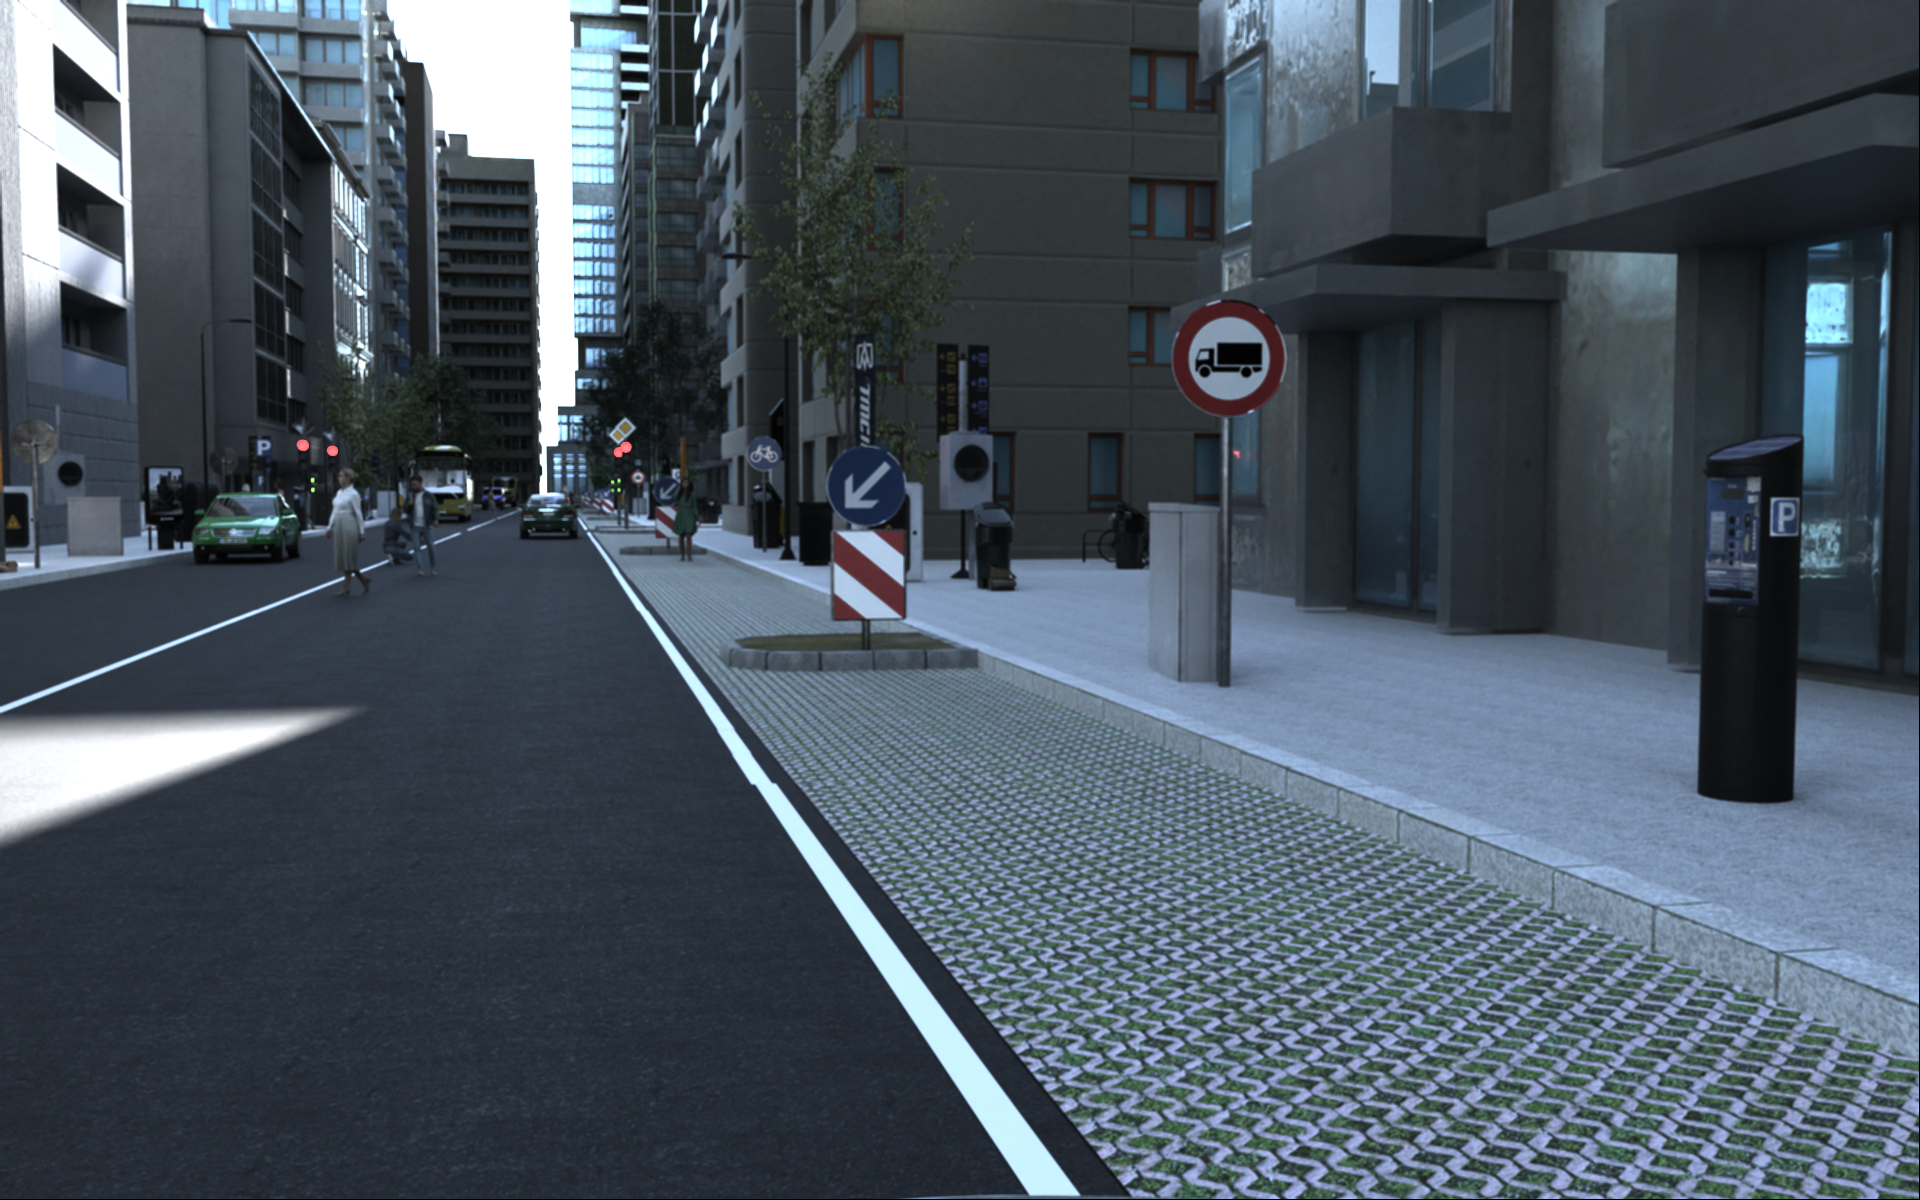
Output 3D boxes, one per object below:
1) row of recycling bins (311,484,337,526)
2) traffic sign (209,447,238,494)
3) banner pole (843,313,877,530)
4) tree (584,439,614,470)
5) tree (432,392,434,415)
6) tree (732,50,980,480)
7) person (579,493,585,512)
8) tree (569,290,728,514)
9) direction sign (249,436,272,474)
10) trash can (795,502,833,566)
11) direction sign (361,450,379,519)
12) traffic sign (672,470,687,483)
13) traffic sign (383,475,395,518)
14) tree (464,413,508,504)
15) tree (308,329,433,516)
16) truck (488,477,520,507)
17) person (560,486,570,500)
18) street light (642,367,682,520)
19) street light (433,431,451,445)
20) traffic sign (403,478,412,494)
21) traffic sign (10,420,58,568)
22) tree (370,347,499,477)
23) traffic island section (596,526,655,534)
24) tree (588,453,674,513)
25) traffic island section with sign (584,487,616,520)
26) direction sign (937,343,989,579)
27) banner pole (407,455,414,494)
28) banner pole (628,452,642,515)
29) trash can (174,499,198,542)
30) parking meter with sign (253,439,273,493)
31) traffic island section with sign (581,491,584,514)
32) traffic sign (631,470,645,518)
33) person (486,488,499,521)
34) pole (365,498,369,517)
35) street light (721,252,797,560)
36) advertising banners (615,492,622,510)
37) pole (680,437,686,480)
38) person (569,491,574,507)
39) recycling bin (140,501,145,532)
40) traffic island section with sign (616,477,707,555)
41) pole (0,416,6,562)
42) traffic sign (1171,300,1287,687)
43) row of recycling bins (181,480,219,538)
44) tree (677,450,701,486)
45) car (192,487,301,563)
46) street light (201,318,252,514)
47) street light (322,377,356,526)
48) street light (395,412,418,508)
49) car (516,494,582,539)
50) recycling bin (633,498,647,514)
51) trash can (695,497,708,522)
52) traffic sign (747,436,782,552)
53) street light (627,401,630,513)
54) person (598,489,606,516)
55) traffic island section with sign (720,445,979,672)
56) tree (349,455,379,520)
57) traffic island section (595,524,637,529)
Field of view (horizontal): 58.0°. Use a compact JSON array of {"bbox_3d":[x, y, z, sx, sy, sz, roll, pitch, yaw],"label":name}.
[{"bbox_3d":[-25.995,-3.926,71.302,1.069,1.692,3.534,-1,4,-12],"label":"row of recycling bins"},{"bbox_3d":[-20.131,-2.890,47.362,0.768,2.556,0.104,0,4,-4],"label":"traffic sign"},{"bbox_3d":[-1.404,-2.074,23.923,0.401,3.779,0.863,-3,5,-40],"label":"banner pole"},{"bbox_3d":[-43.634,-15.916,210.596,4.360,8.622,3.978,0,3,0],"label":"tree"},{"bbox_3d":[-33.483,-9.366,103.491,4.737,8.622,4.395,0,3,0],"label":"tree"},{"bbox_3d":[-1.838,-4.821,29.194,4.737,8.622,4.395,0,3,0],"label":"tree"},{"bbox_3d":[-29.875,-7.713,137.202,0.503,1.515,0.523,2,4,32],"label":"person"},{"bbox_3d":[-13.269,-8.891,79.775,7.601,10.594,8.767,0,4,1],"label":"tree"},{"bbox_3d":[-27.343,-4.632,67.726,0.876,3.537,0.379,0,4,2],"label":"direction sign"},{"bbox_3d":[-2.590,-1.192,31.149,0.748,1.137,0.748,0,3,0],"label":"trash can"},{"bbox_3d":[-30.214,-5.920,88.789,0.876,3.537,0.379,0,3,0],"label":"direction sign"},{"bbox_3d":[-11.438,-4.192,70.674,0.606,2.300,0.079,-1,4,-8],"label":"traffic sign"},{"bbox_3d":[-30.293,-5.493,91.934,0.606,2.300,0.079,-1,4,-12],"label":"traffic sign"},{"bbox_3d":[-60.540,-17.811,216.961,9.928,11.665,9.643,0,3,0],"label":"tree"},{"bbox_3d":[-27.268,-7.811,78.065,4.737,8.622,4.395,0,3,0],"label":"tree"},{"bbox_3d":[-51.433,-12.229,195.869,3.469,3.379,9.791,-1,4,-13],"label":"truck"},{"bbox_3d":[-17.719,-4.218,77.650,0.537,1.800,0.526,1,4,12],"label":"person"},{"bbox_3d":[-10.752,-5.558,63.420,1.470,5.913,1.316,-1,4,-13],"label":"street light"},{"bbox_3d":[-38.072,-9.462,127.252,1.470,5.913,1.316,-1,4,-13],"label":"street light"},{"bbox_3d":[-34.872,-6.559,109.373,0.606,2.300,0.079,0,4,-5],"label":"traffic sign"},{"bbox_3d":[-15.945,-1.820,29.855,0.768,2.556,0.104,-1,4,-9],"label":"traffic sign"},{"bbox_3d":[-40.985,-13.359,135.419,9.611,12.733,9.660,0,3,0],"label":"tree"},{"bbox_3d":[-12.150,-2.506,63.246,2.009,0.180,2.903,-1,4,-13],"label":"traffic island section"},{"bbox_3d":[-22.788,-8.260,118.757,4.285,4.588,4.351,0,3,0],"label":"tree"},{"bbox_3d":[-19.455,-5.283,95.005,1.989,1.847,2.006,-1,4,-13],"label":"traffic island section with sign"},{"bbox_3d":[0.047,-2.099,26.316,0.876,3.537,0.379,-2,4,-27],"label":"direction sign"},{"bbox_3d":[-35.614,-7.472,112.181,0.401,3.779,0.863,1,4,22],"label":"banner pole"},{"bbox_3d":[-19.412,-6.954,103.718,0.863,3.779,0.401,0,4,6],"label":"banner pole"},{"bbox_3d":[-20.924,-2.143,46.684,0.748,1.137,0.748,0,3,0],"label":"trash can"},{"bbox_3d":[-22.452,-3.637,55.721,0.543,3.016,1.738,-2,4,-27],"label":"parking meter with sign"},{"bbox_3d":[-25.588,-6.913,121.649,1.989,1.847,2.006,-1,4,-13],"label":"traffic island section with sign"},{"bbox_3d":[-17.353,-5.709,93.440,0.768,2.556,0.104,0,4,-4],"label":"traffic sign"},{"bbox_3d":[-25.260,-5.183,93.576,0.599,1.781,0.374,1,4,21],"label":"person"},{"bbox_3d":[-33.749,-6.400,98.490,0.158,3.312,0.155,0,3,0],"label":"pole"},{"bbox_3d":[-3.896,-3.733,33.584,1.470,5.913,1.316,-1,4,-13],"label":"street light"},{"bbox_3d":[-26.836,-8.602,136.828,0.090,3.025,2.074,-2,4,-35],"label":"advertising banners"},{"bbox_3d":[-9.833,-4.146,61.626,0.158,3.312,0.155,0,3,0],"label":"pole"},{"bbox_3d":[-42.192,-10.970,188.303,0.568,1.767,0.683,2,4,27],"label":"person"},{"bbox_3d":[-28.169,-2.826,58.765,0.722,1.027,0.722,0,4,3],"label":"recycling bin"},{"bbox_3d":[-7.106,-1.998,41.292,1.989,1.847,2.006,-1,4,-13],"label":"traffic island section with sign"},{"bbox_3d":[-16.854,-2.228,30.265,0.158,3.312,0.155,0,3,0],"label":"pole"},{"bbox_3d":[1.763,-0.695,11.467,0.768,2.556,0.104,0,4,-4],"label":"traffic sign"},{"bbox_3d":[-22.308,-2.656,50.546,1.069,1.692,3.534,-2,4,-30],"label":"row of recycling bins"},{"bbox_3d":[-21.100,-8.941,129.899,4.285,4.588,4.351,0,3,0],"label":"tree"},{"bbox_3d":[-15.420,-1.758,37.543,1.959,1.807,4.718,-1,4,-15],"label":"car"},{"bbox_3d":[-19.361,-4.476,45.719,1.470,5.913,1.316,-1,4,-13],"label":"street light"},{"bbox_3d":[-24.699,-5.895,68.919,1.470,5.913,1.316,-1,4,-13],"label":"street light"},{"bbox_3d":[-31.449,-7.691,98.292,1.470,5.913,1.316,-1,4,-13],"label":"street light"},{"bbox_3d":[-13.579,-2.777,57.208,2.131,1.459,4.920,-1,4,-13],"label":"car"},{"bbox_3d":[-20.320,-5.951,109.856,0.722,1.027,0.722,2,4,27],"label":"recycling bin"},{"bbox_3d":[-12.160,-4.237,80.936,0.748,1.137,0.748,0,3,0],"label":"trash can"},{"bbox_3d":[-4.319,-2.333,38.253,0.768,2.556,0.104,0,4,-5],"label":"traffic sign"},{"bbox_3d":[-16.026,-6.959,86.326,1.470,5.913,1.316,-1,4,-13],"label":"street light"},{"bbox_3d":[-23.311,-6.363,112.763,0.641,1.798,0.478,3,4,36],"label":"person"},{"bbox_3d":[-1.032,-0.382,14.876,1.989,1.847,2.006,-1,4,-13],"label":"traffic island section with sign"},{"bbox_3d":[-29.424,-5.494,84.433,1.663,3.219,1.824,0,3,0],"label":"tree"},{"bbox_3d":[-13.940,-2.982,71.029,2.009,0.180,2.903,-1,4,-13],"label":"traffic island section"}]
